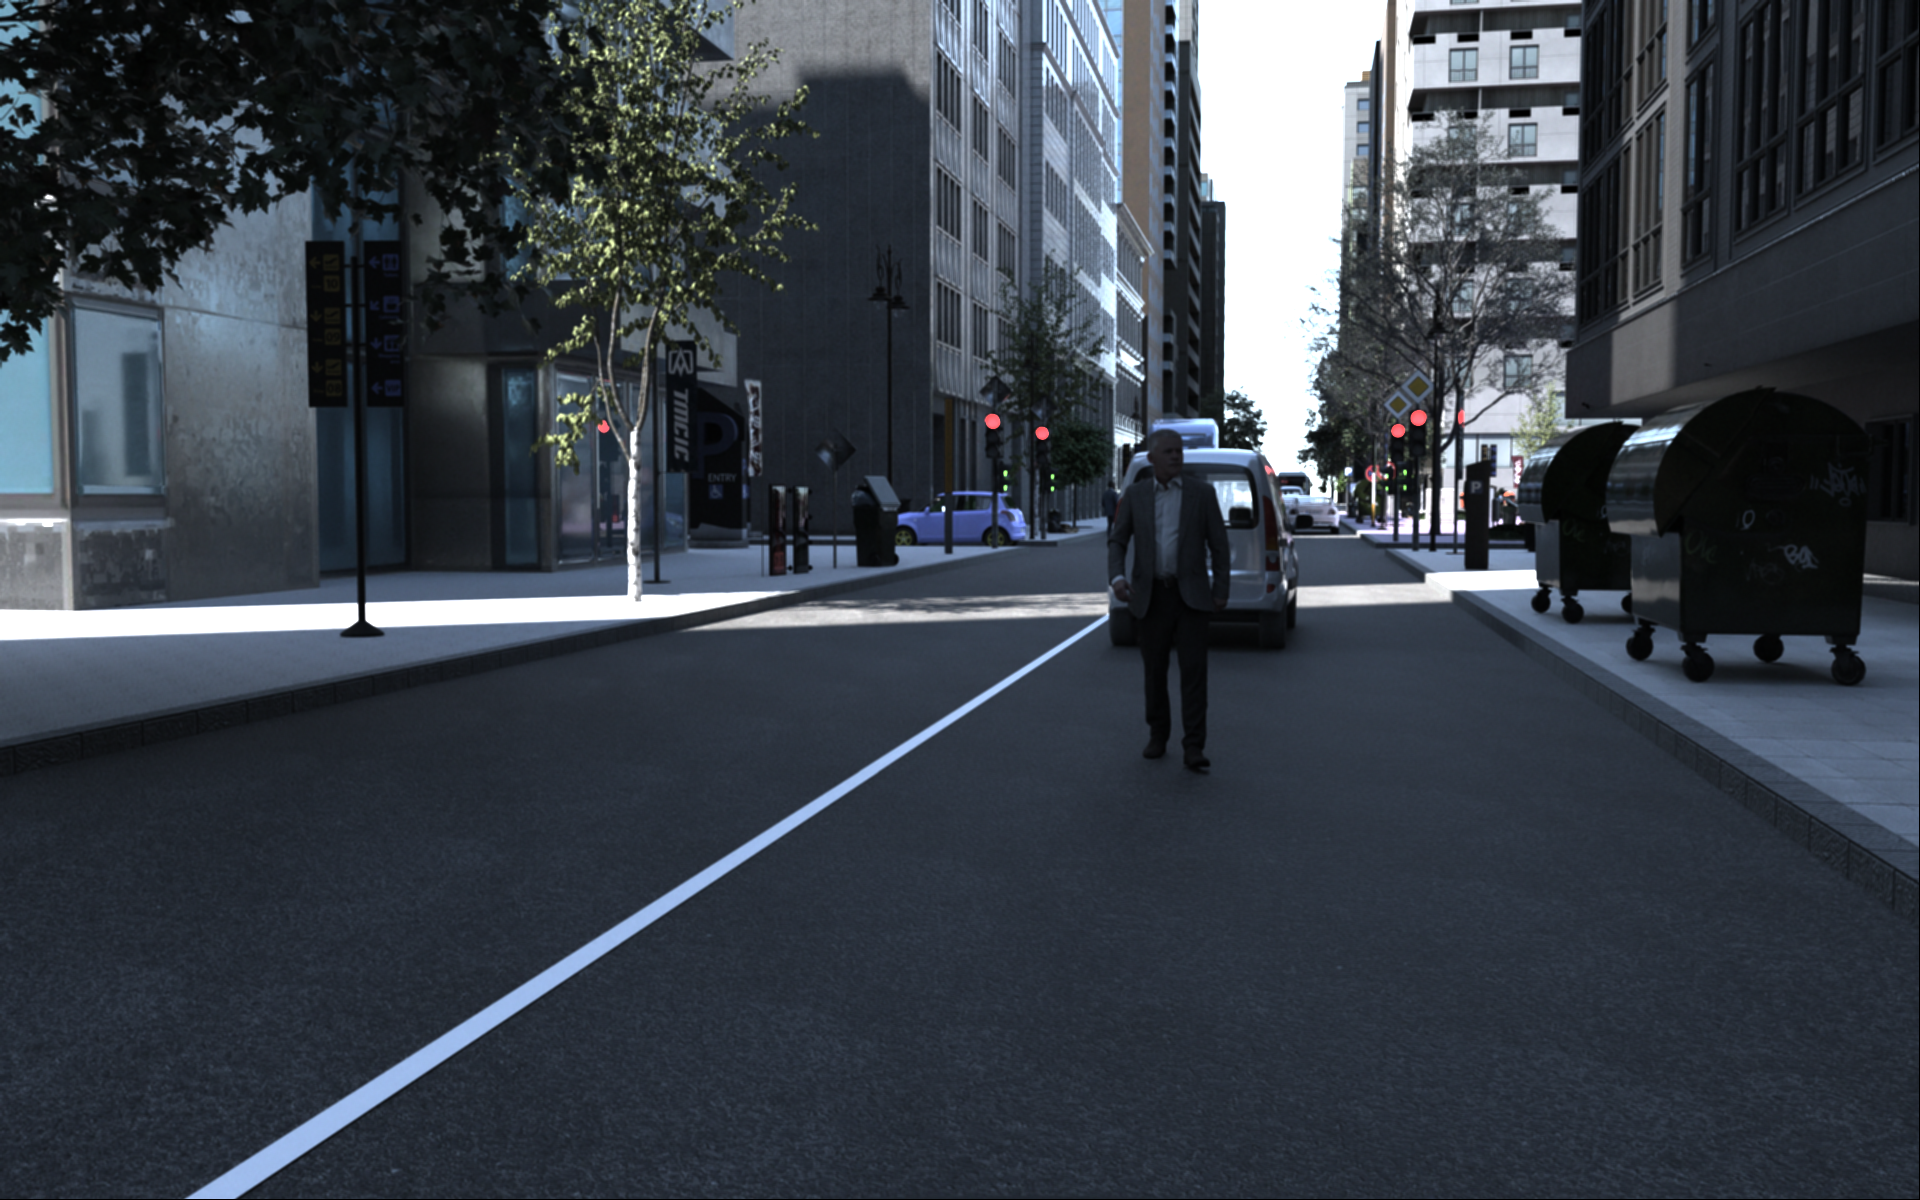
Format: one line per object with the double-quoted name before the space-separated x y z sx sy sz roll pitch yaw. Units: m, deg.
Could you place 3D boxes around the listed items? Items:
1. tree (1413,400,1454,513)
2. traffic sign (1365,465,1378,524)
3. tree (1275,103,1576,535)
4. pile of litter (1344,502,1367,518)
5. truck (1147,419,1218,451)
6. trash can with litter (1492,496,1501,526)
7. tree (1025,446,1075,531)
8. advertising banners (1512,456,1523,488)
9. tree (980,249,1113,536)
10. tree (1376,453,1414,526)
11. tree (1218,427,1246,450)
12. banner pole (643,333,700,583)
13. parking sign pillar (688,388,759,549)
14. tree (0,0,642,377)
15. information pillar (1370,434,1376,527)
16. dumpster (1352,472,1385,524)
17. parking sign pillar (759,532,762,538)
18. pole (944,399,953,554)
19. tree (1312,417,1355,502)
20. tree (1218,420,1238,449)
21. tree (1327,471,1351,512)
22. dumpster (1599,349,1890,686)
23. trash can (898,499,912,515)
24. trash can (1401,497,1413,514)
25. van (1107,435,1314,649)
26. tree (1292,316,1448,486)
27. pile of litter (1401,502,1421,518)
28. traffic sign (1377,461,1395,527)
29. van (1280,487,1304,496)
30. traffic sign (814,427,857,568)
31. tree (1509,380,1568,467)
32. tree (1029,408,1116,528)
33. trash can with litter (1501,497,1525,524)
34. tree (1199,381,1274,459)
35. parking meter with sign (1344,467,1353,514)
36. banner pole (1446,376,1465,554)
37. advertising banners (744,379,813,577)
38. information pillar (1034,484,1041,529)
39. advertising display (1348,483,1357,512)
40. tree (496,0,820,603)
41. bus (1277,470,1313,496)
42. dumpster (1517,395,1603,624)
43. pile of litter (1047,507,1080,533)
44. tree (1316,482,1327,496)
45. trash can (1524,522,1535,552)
"tree" 30.369 -10.041 114.534 4.360 8.622 3.978 0 3 0
"traffic sign" 17.872 -4.563 74.705 0.768 2.556 0.104 1 4 19
"tree" 15.026 -8.778 53.884 12.009 13.543 11.850 0 3 0
"pile of litter" 21.246 -4.833 92.981 1.176 0.858 1.719 0 4 7
"truck" 8.992 -4.782 67.940 2.967 4.110 18.799 1 4 9
"trash can with litter" 18.545 -2.950 59.297 1.678 1.210 2.233 2 4 30
"tree" 3.095 -4.044 60.717 1.663 3.219 1.824 0 3 0
"advertising banners" 26.235 -5.071 79.096 2.074 3.025 0.090 1 4 11
"tree" 2.459 -6.283 53.085 4.737 8.622 4.395 0 3 0
"tree" 17.517 -4.594 69.706 1.663 3.219 1.824 0 3 0
"tree" 28.478 -14.375 185.399 4.737 8.622 4.395 0 3 0
"banner pole" -4.152 -2.133 24.896 0.863 3.779 0.401 1 4 8
"parking sign pillar" -5.758 -3.225 41.198 1.447 3.967 1.447 1 4 9
"tree" -6.551 -5.642 9.259 9.611 12.733 9.660 0 3 0
"information pillar" 16.129 -4.656 67.472 0.183 3.616 0.504 1 4 18
"dumpster" 17.987 -4.489 75.893 1.502 2.255 1.985 1 4 11
"parking sign pillar" -6.478 -3.795 50.515 1.447 3.967 1.447 -1 4 -21
"pole" -0.247 -2.649 37.150 0.158 3.312 0.155 0 3 0
"tree" 33.562 -12.546 155.495 4.360 8.622 3.978 0 3 0
"tree" 25.668 -13.536 171.682 4.360 8.622 3.978 0 3 0
"tree" 27.882 -7.991 125.250 1.663 3.219 1.824 0 3 0
"dumpster" 5.582 -0.608 12.427 1.502 2.255 1.985 1 4 11
"trash can" -1.712 -2.272 48.798 0.748 1.137 0.748 0 3 0
"trash can" 25.219 -5.268 97.791 0.748 1.137 0.748 0 3 0
"van" 2.542 -0.645 17.561 2.013 2.044 4.112 1 4 13
"tree" 25.337 -11.621 107.009 9.611 12.733 9.660 0 3 0
"pile of litter" 24.115 -4.763 91.847 1.719 0.858 1.176 -2 4 -24
"traffic sign" 16.378 -4.061 66.510 0.768 2.556 0.104 1 4 12
"van" 18.890 -5.619 98.886 2.013 2.044 4.112 1 4 12
"traffic sign" -2.155 -1.751 29.819 0.795 2.450 0.064 1 4 18
"tree" 37.166 -9.806 110.694 4.737 8.622 4.395 0 3 0
"tree" 4.306 -5.054 66.341 4.285 4.588 4.351 0 3 0
"trash can with litter" 19.818 -3.075 61.664 1.055 1.170 0.624 2 4 34
"tree" 30.356 -17.630 194.897 9.857 13.997 8.962 0 3 0
"parking meter with sign" 25.760 -7.212 114.184 0.543 3.016 1.738 2 4 24
"banner pole" 10.580 -2.857 36.725 0.401 3.779 0.863 0 4 5
"advertising banners" -2.858 -1.900 27.255 0.090 3.025 2.074 2 4 24
"information pillar" 2.722 -3.525 62.119 0.304 2.012 0.304 -1 4 -13
"advertising display" 22.117 -5.599 96.752 0.974 1.923 0.123 -1 4 -23
"tree" -3.799 -4.291 20.527 4.737 8.622 4.395 0 3 0
"bus" 28.061 -9.210 145.443 2.948 3.499 13.247 1 4 13
"dumpster" 6.614 -0.934 17.765 1.502 2.255 1.985 1 4 11
"pile of litter" 3.381 -2.646 57.226 1.176 0.858 1.719 1 4 18
"tree" 47.059 -14.032 224.024 1.663 3.219 1.824 0 3 0
"trash can" 12.872 -1.641 38.491 0.748 1.137 0.748 0 3 0
